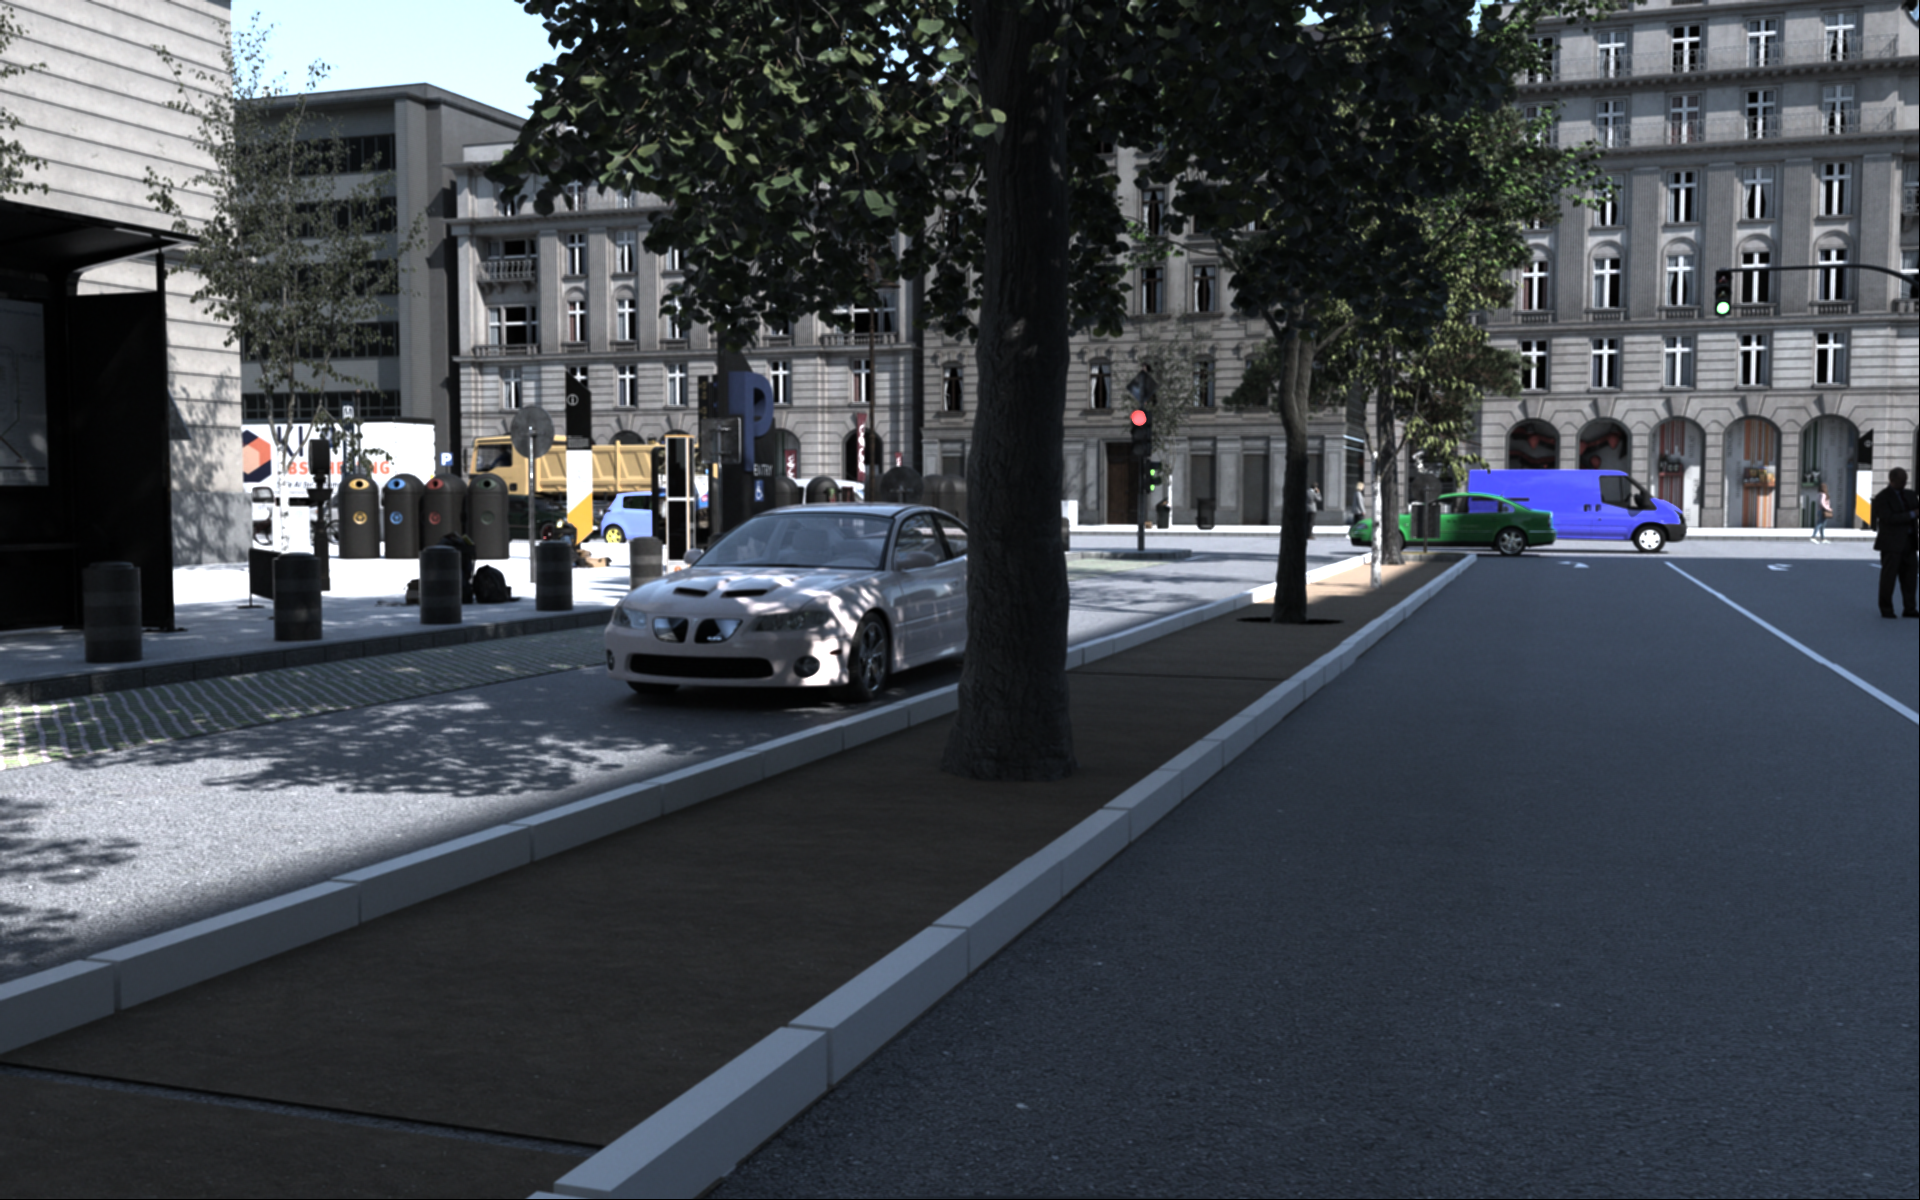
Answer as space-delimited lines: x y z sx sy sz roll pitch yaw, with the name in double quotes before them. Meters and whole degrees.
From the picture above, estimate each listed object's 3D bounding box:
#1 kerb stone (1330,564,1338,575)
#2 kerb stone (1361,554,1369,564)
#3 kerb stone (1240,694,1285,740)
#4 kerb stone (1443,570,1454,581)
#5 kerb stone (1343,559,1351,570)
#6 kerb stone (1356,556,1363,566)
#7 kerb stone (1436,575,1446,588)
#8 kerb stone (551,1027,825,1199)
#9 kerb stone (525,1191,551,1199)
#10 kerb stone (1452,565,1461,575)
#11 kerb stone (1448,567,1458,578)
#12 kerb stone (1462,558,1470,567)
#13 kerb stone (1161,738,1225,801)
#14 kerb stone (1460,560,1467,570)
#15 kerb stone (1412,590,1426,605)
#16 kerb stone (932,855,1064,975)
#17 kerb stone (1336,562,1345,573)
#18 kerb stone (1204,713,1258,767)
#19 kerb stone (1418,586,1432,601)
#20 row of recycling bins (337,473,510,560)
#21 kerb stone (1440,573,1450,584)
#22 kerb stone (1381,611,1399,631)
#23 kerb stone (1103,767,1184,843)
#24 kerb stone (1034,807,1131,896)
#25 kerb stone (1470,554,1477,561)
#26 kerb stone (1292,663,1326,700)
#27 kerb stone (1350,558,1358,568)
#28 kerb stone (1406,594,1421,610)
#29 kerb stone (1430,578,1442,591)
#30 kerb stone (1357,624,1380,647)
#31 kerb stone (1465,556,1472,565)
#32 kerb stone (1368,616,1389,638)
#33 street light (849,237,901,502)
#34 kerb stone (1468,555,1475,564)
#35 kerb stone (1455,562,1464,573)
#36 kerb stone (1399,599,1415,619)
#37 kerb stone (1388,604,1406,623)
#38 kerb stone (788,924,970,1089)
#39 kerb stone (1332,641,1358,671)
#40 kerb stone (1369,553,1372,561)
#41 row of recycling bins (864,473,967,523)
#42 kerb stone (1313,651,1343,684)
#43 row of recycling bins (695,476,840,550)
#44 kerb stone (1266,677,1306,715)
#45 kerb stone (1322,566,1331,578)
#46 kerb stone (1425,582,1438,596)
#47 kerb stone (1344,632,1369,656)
"kerb stone" 6.484 -0.507 30.484 0.120 0.150 1.000 1 4 19
"kerb stone" 8.170 -0.804 35.333 0.120 0.150 1.000 1 4 19
"kerb stone" 1.819 0.715 10.498 0.120 0.150 1.000 1 4 19
"kerb stone" 7.848 -0.354 27.981 0.120 0.150 1.000 1 4 19
"kerb stone" 7.163 -0.625 32.421 0.120 0.150 1.000 1 4 19
"kerb stone" 7.828 -0.744 34.358 0.120 0.150 1.000 1 4 19
"kerb stone" 7.179 -0.235 26.039 0.120 0.150 1.000 1 4 19
"kerb stone" -0.537 1.132 3.681 0.120 0.150 1.000 1 4 19
"kerb stone" -0.884 1.192 2.699 0.120 0.150 1.000 1 4 19
"kerb stone" 8.515 -0.473 29.925 0.120 0.150 1.000 1 4 19
"kerb stone" 8.189 -0.413 28.951 0.120 0.150 1.000 1 4 19
"kerb stone" 9.526 -0.650 32.831 0.120 0.150 1.000 1 4 19
"kerb stone" 1.143 0.835 8.545 0.120 0.150 1.000 1 4 19
"kerb stone" 9.185 -0.591 31.864 0.120 0.150 1.000 1 4 19
"kerb stone" 5.833 0.003 22.153 0.120 0.150 1.000 1 4 19
"kerb stone" 0.135 1.013 5.628 0.120 0.150 1.000 1 4 19
"kerb stone" 6.822 -0.566 31.451 0.120 0.150 1.000 1 4 19
"kerb stone" 1.484 0.775 9.525 0.120 0.150 1.000 1 4 19
"kerb stone" 6.170 -0.057 23.129 0.120 0.150 1.000 1 4 19
"row of recycling bins" -10.599 -1.658 34.221 3.534 1.692 1.069 1 4 8
"kerb stone" 7.508 -0.286 27.010 0.120 0.150 1.000 1 4 19
"kerb stone" 4.496 0.247 18.270 0.120 0.150 1.000 1 4 19
"kerb stone" 0.807 0.895 7.571 0.120 0.150 1.000 1 4 19
"kerb stone" 0.467 0.960 6.598 0.120 0.150 1.000 1 4 19
"kerb stone" 10.527 -0.828 35.736 0.120 0.150 1.000 1 4 19
"kerb stone" 2.489 0.598 12.443 0.120 0.150 1.000 1 4 19
"kerb stone" 7.502 -0.685 33.387 0.120 0.150 1.000 1 4 19
"kerb stone" 5.502 0.065 21.181 0.120 0.150 1.000 1 4 19
"kerb stone" 6.845 -0.176 25.071 0.120 0.150 1.000 1 4 19
"kerb stone" 3.826 0.359 16.325 0.120 0.150 1.000 1 4 19
"kerb stone" 9.854 -0.710 33.801 0.120 0.150 1.000 1 4 19
"kerb stone" 4.155 0.299 17.303 0.120 0.150 1.000 1 4 19
"street light" -1.474 -3.436 28.968 0.468 5.910 1.993 1 4 19
"kerb stone" 10.192 -0.766 34.768 0.120 0.150 1.000 1 4 19
"kerb stone" 8.858 -0.532 30.890 0.120 0.150 1.000 1 4 19
"kerb stone" 5.176 0.121 20.210 0.120 0.150 1.000 1 4 19
"kerb stone" 4.826 0.182 19.239 0.120 0.150 1.000 1 4 19
"kerb stone" -0.198 1.074 4.658 0.120 0.150 1.000 1 4 19
"kerb stone" 3.167 0.483 14.383 0.120 0.150 1.000 1 4 19
"kerb stone" 8.496 -0.863 36.308 0.120 0.150 1.000 1 4 19
"row of recycling bins" -0.797 -1.753 35.770 1.069 1.692 3.534 2 4 29
"kerb stone" 2.828 0.537 13.414 0.120 0.150 1.000 1 4 19
"row of recycling bins" -4.487 -2.009 39.955 3.534 1.692 1.069 1 4 9
"kerb stone" 2.146 0.657 11.469 0.120 0.150 1.000 1 4 19
"kerb stone" 6.161 -0.447 29.512 0.120 0.150 1.000 1 4 19
"kerb stone" 6.516 -0.117 24.101 0.120 0.150 1.000 1 4 19
"kerb stone" 3.488 0.420 15.356 0.120 0.150 1.000 1 4 19
